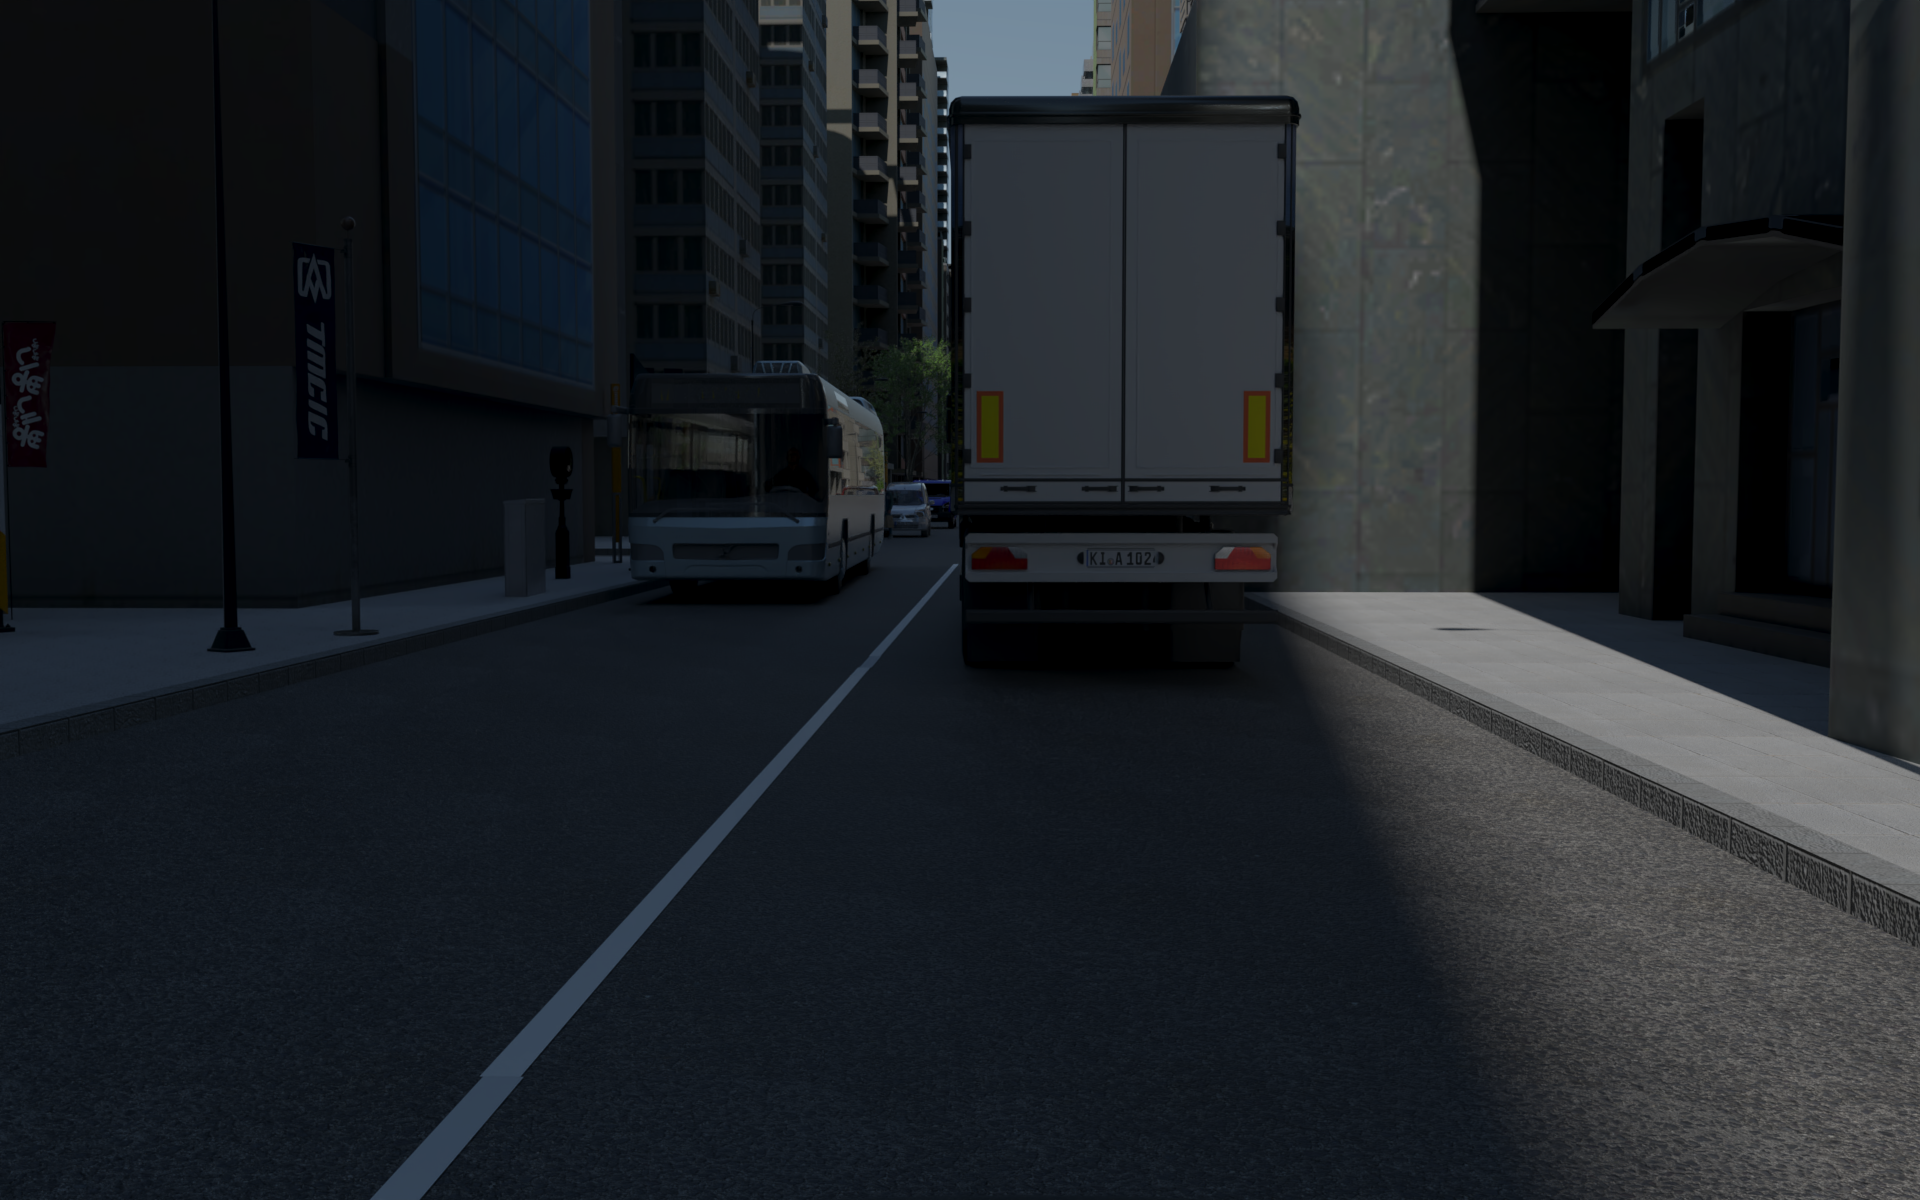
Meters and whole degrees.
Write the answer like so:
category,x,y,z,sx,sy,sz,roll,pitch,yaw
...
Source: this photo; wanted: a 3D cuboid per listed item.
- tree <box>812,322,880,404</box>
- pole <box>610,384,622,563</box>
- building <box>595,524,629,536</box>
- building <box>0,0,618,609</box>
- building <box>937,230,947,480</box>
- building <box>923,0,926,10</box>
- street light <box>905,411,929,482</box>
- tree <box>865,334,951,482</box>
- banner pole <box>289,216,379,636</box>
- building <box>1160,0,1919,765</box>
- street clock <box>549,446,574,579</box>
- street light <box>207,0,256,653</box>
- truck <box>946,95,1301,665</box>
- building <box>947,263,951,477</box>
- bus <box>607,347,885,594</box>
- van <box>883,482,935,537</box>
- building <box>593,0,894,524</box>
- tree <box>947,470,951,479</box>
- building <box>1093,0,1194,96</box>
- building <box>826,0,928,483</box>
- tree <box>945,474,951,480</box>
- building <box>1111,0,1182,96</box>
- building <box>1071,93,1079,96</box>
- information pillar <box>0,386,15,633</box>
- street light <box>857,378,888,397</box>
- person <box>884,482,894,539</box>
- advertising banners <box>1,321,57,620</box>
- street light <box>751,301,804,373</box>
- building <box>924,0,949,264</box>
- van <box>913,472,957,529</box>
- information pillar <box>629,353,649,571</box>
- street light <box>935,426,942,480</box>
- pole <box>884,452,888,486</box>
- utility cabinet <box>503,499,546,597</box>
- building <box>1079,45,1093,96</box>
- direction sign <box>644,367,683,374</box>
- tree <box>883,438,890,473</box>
category,x,y,z,sx,sy,sz,roll,pitch,yaw
tree,-5.169,-7.583,74.350,4.360,8.622,3.978,0,3,0
pole,-6.369,-2.339,32.089,0.158,3.312,0.155,0,3,0
building,-19.733,-22.329,56.963,32.217,40.220,23.993,0,4,2
building,-13.871,-22.949,25.320,14.200,45.320,14.600,0,4,2
building,-9.023,-25.127,182.526,14.160,30.474,14.107,0,4,2
building,-9.819,-30.759,153.025,14.600,45.320,14.200,0,4,2
street light,-2.514,-7.629,97.274,1.470,5.913,1.316,0,4,2
tree,-3.180,-11.431,112.644,9.928,11.665,9.643,0,3,0
banner pole,-5.625,-1.559,15.514,0.401,3.779,0.863,2,4,28
building,14.019,-42.935,14.664,22.319,86.520,31.000,0,4,2
street clock,-6.011,-1.321,26.161,0.358,2.002,0.471,0,4,5
street light,-5.422,-2.534,13.968,1.470,5.913,1.316,0,4,2
truck,1.199,-1.768,17.826,2.839,4.237,11.283,0,4,0
building,-7.671,-26.746,208.993,14.160,30.474,14.107,0,4,2
bus,-2.882,-2.006,27.659,2.948,3.499,13.247,0,4,1
van,-1.852,-3.161,58.688,2.013,2.044,4.112,0,4,1
building,-20.098,-24.581,93.773,32.217,40.220,23.993,0,4,2
tree,0.027,-12.773,192.544,4.285,4.588,4.351,0,3,0
building,16.444,-26.930,123.893,14.154,41.232,14.086,0,4,2
building,-13.925,-29.177,131.675,22.147,44.769,28.867,0,4,2
tree,-0.883,-10.446,165.399,1.663,3.219,1.824,0,3,0
building,13.397,-25.675,69.900,14.600,45.320,14.200,0,4,2
building,24.542,-43.972,260.939,21.231,58.520,28.212,0,4,2
information pillar,-8.997,-1.497,15.838,0.183,3.616,0.504,2,4,30
street light,-3.569,-5.929,69.480,1.470,5.913,1.316,0,4,2
person,-2.362,-2.848,55.047,0.794,1.824,0.713,2,4,35
advertising banners,-10.183,-1.304,17.513,2.074,3.025,0.090,0,4,-6
street light,-4.463,-4.240,41.859,1.470,5.913,1.316,0,4,2
building,-11.136,-56.145,230.644,22.319,86.520,31.000,0,4,2
van,-1.121,-4.217,73.324,2.240,2.365,5.245,0,4,2
information pillar,-5.328,-2.303,29.004,0.183,3.616,0.504,2,4,32
street light,-1.948,-8.954,118.945,1.470,5.913,1.316,0,4,2
pole,-3.607,-5.521,84.114,0.158,3.312,0.155,0,3,0
utility cabinet,-5.551,-0.668,22.081,0.306,1.237,1.020,0,4,0
building,23.265,-33.972,175.055,23.786,49.044,30.456,0,4,2
direction sign,-5.400,-2.396,31.169,0.876,3.537,0.379,-2,4,-26
tree,-4.872,-5.855,79.443,4.285,4.588,4.351,0,3,0
